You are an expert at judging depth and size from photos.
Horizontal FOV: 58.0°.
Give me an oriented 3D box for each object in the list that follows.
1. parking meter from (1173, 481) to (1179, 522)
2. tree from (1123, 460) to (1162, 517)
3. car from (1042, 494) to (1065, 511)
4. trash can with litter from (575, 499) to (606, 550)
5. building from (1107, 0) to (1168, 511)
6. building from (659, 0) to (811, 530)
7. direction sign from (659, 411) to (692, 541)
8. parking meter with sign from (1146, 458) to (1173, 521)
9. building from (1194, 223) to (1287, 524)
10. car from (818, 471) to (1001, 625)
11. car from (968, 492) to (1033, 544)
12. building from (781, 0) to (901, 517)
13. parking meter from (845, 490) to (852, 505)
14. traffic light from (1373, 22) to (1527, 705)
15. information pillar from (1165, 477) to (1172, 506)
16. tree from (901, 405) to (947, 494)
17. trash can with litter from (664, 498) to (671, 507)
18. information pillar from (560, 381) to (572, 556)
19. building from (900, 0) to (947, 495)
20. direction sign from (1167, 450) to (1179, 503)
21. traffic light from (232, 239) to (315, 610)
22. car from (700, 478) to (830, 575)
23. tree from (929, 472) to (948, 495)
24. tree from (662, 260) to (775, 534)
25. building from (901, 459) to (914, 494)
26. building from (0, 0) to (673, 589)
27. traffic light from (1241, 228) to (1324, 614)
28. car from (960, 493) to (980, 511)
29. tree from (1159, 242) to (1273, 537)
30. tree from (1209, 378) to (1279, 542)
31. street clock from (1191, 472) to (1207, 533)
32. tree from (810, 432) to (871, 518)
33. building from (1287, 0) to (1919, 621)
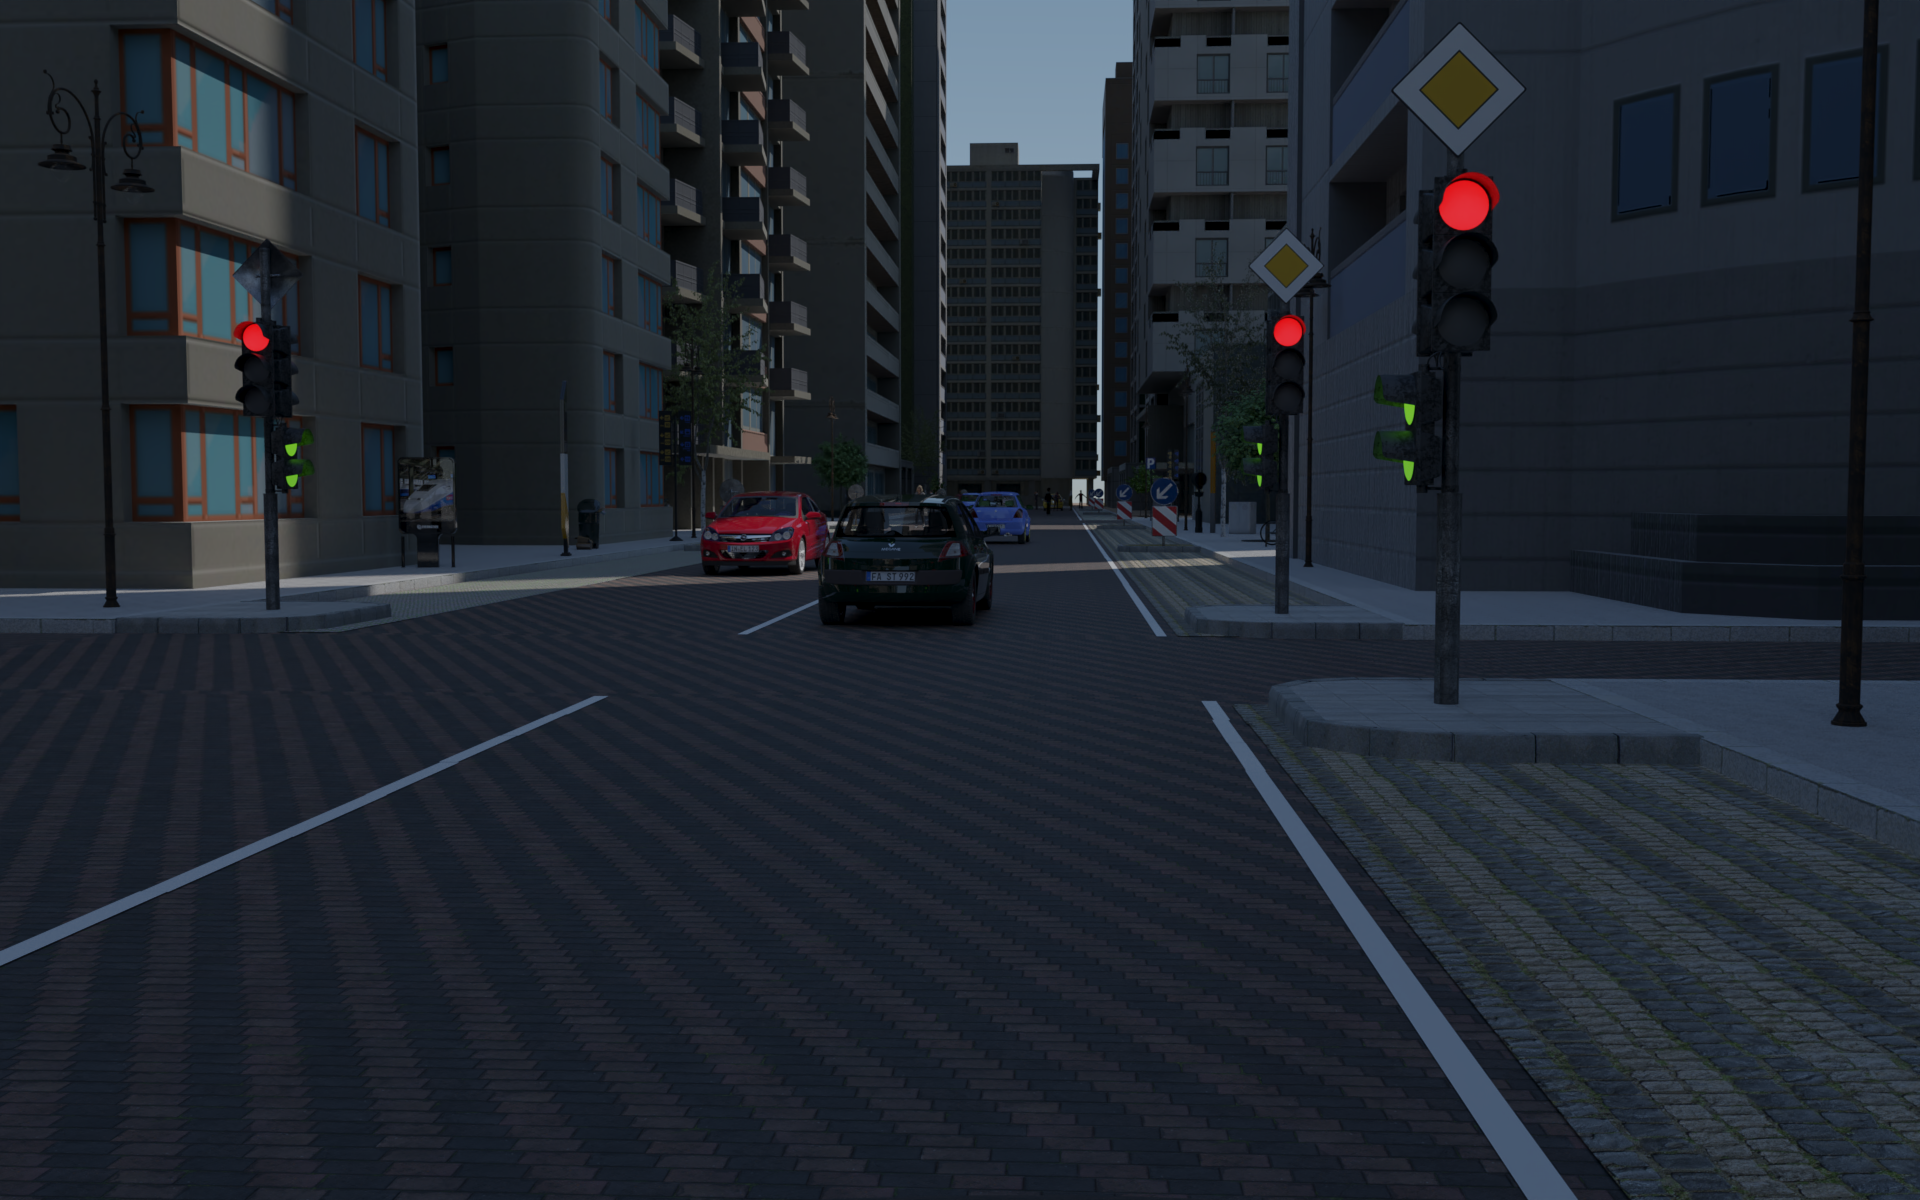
[{"bbox_3d":[9.959,-4.535,79.858,0.255,1.863,0.399,0,4,-2],"label":"parking meter"},{"bbox_3d":[10.447,-6.399,99.225,1.663,3.219,1.824,0,3,0],"label":"tree"},{"bbox_3d":[7.999,-8.449,148.363,2.015,1.641,3.980,0,4,3],"label":"car"},{"bbox_3d":[-8.609,-1.765,40.250,0.624,1.170,1.055,0,4,-4],"label":"trash can with litter"},{"bbox_3d":[24.049,-43.964,157.063,20.563,71.187,20.611,0,4,3],"label":"building"},{"bbox_3d":[-18.495,-25.640,73.833,22.147,44.769,28.867,0,4,3],"label":"building"},{"bbox_3d":[-7.748,-3.375,47.178,0.876,3.537,0.379,-1,4,-13],"label":"direction sign"},{"bbox_3d":[9.697,-5.345,83.644,0.543,3.016,1.738,3,5,41],"label":"parking meter with sign"},{"bbox_3d":[21.688,-46.086,66.185,22.319,86.520,31.000,0,4,3],"label":"building"},{"bbox_3d":[-0.560,-0.645,20.338,2.009,1.686,4.222,0,4,5],"label":"car"},{"bbox_3d":[1.171,-2.532,50.981,1.945,1.707,3.694,0,4,5],"label":"car"},{"bbox_3d":[-15.211,-29.437,104.994,21.300,48.544,21.600,0,4,3],"label":"building"},{"bbox_3d":[-6.076,-5.276,94.669,0.372,1.533,0.369,0,3,0],"label":"parking meter"},{"bbox_3d":[2.961,-1.320,10.498,0.839,4.253,0.868,0,4,3],"label":"traffic light"},{"bbox_3d":[8.992,-4.297,74.740,0.304,2.012,0.304,1,4,10],"label":"information pillar"},{"bbox_3d":[-2.928,-11.759,142.625,4.737,8.622,4.395,0,3,0],"label":"tree"},{"bbox_3d":[-9.304,-2.527,52.706,1.055,1.170,0.624,-1,4,-11],"label":"trash can with litter"},{"bbox_3d":[-8.162,-2.714,35.723,0.183,3.616,0.504,0,4,-5],"label":"information pillar"},{"bbox_3d":[-15.505,-37.784,159.770,28.212,58.520,21.231,0,4,3],"label":"building"},{"bbox_3d":[10.844,-5.891,88.312,0.876,3.537,0.379,-3,5,-42],"label":"direction sign"},{"bbox_3d":[-7.608,-1.846,19.107,0.839,4.253,0.868,0,4,3],"label":"traffic light"},{"bbox_3d":[-3.569,-1.416,32.188,2.155,1.783,4.494,0,4,5],"label":"car"},{"bbox_3d":[-2.090,-9.348,147.442,1.663,3.219,1.824,0,3,0],"label":"tree"},{"bbox_3d":[-8.157,-6.433,55.536,4.737,8.622,4.395,0,3,0],"label":"tree"},{"bbox_3d":[-14.024,-42.023,125.336,20.563,71.187,20.611,0,4,3],"label":"building"},{"bbox_3d":[-23.304,-11.799,37.949,27.650,21.520,28.899,0,4,3],"label":"building"},{"bbox_3d":[3.434,-1.807,18.469,0.839,4.253,0.868,0,4,3],"label":"traffic light"},{"bbox_3d":[0.727,-6.041,108.366,1.945,1.707,3.694,0,4,2],"label":"car"},{"bbox_3d":[8.109,-6.189,51.547,4.360,8.622,3.978,0,3,0],"label":"tree"},{"bbox_3d":[8.429,-3.858,46.788,4.285,4.588,4.351,0,3,0],"label":"tree"},{"bbox_3d":[7.899,-3.222,57.243,0.471,2.002,0.358,-2,4,-25],"label":"street clock"},{"bbox_3d":[-6.319,-6.626,92.054,4.285,4.588,4.351,0,3,0],"label":"tree"},{"bbox_3d":[20.262,-29.527,24.766,28.212,58.520,21.231,0,4,3],"label":"building"}]
